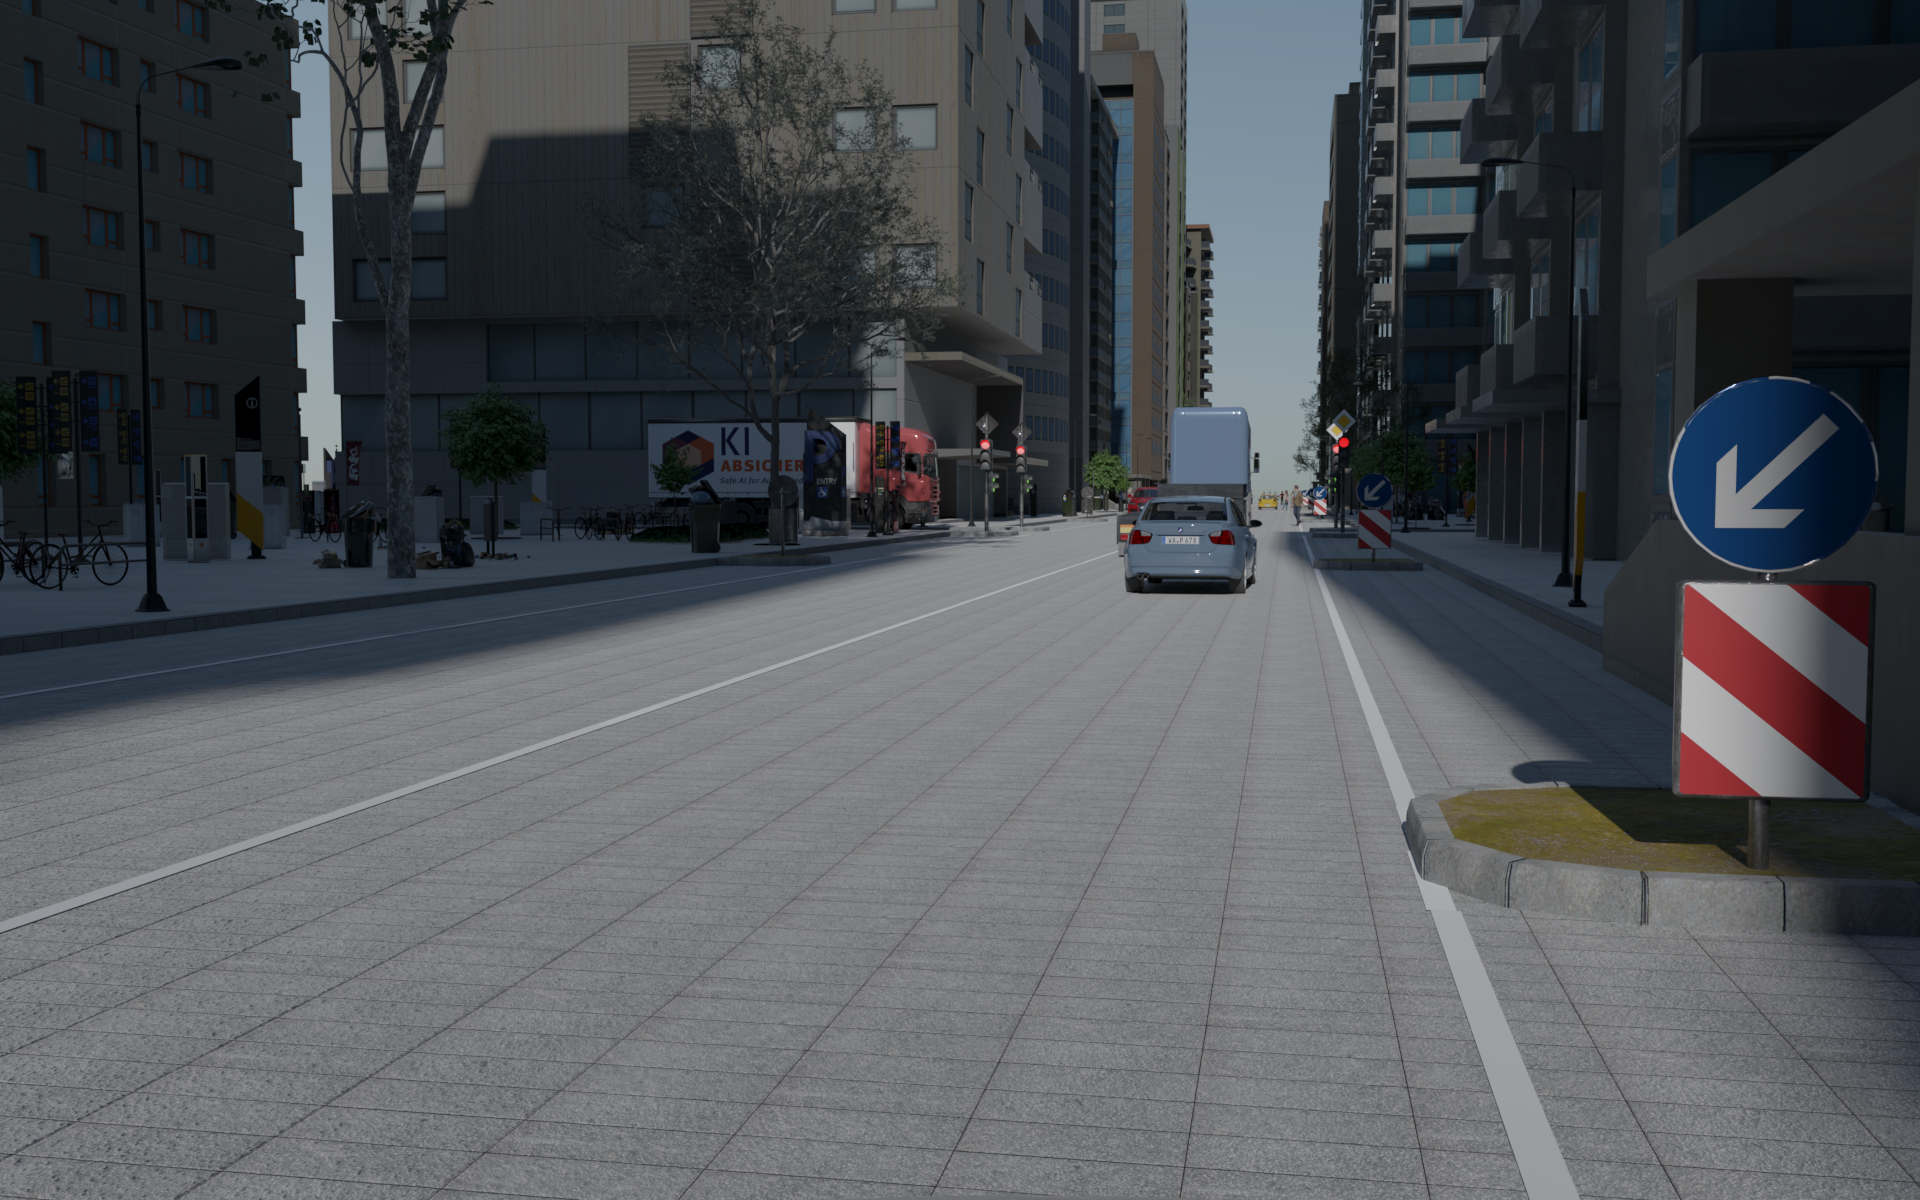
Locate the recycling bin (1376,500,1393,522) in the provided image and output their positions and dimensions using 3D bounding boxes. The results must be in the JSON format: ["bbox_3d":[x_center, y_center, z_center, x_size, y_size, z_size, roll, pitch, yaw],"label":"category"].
[{"bbox_3d":[19.591,-4.125,79.995,0.722,1.027,0.722,0,4,6],"label":"recycling bin"}]

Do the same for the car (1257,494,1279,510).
[{"bbox_3d":[28.425,-9.145,159.750,2.015,1.641,3.980,1,4,12],"label":"car"}]

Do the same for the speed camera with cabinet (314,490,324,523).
[{"bbox_3d":[-29.486,-5.071,77.250,2.038,3.252,0.660,0,4,-7],"label":"speed camera with cabinet"}]

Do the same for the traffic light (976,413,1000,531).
[{"bbox_3d":[0.935,-4.325,59.636,0.839,4.253,0.868,1,4,11],"label":"traffic light"}]

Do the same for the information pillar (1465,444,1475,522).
[{"bbox_3d":[23.727,-5.450,80.465,0.504,3.616,0.183,-3,4,-39],"label":"information pillar"}]

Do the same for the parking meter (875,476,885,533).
[{"bbox_3d":[-2.636,-3.128,56.848,0.255,1.863,0.399,-1,4,-16],"label":"parking meter"}]

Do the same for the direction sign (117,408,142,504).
[{"bbox_3d":[-22.115,-3.314,46.173,0.379,3.537,0.876,1,4,12],"label":"direction sign"}]

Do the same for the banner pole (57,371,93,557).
[{"bbox_3d":[-18.147,-2.773,35.353,0.863,3.779,0.401,2,4,24],"label":"banner pole"}]

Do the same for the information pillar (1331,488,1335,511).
[{"bbox_3d":[27.781,-7.584,128.490,0.304,2.012,0.304,-3,5,-44],"label":"information pillar"}]

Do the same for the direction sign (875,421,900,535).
[{"bbox_3d":[-2.245,-3.783,53.857,0.876,3.537,0.379,2,4,28],"label":"direction sign"}]

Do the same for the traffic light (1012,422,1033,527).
[{"bbox_3d":[2.420,-4.805,67.482,0.839,4.253,0.868,1,4,11],"label":"traffic light"}]

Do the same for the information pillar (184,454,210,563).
[{"bbox_3d":[-14.228,-1.701,32.300,0.304,2.012,0.304,3,5,42],"label":"information pillar"}]

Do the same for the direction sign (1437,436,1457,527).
[{"bbox_3d":[19.087,-4.642,67.893,0.379,3.537,0.876,-3,4,-39],"label":"direction sign"}]

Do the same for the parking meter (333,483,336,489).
[{"bbox_3d":[-29.895,-4.737,83.163,0.399,1.863,0.255,2,4,34],"label":"parking meter"}]

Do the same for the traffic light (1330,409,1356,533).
[{"bbox_3d":[12.692,-4.191,57.435,0.839,4.253,0.868,1,4,11],"label":"traffic light"}]

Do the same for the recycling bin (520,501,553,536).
[{"bbox_3d":[-13.201,-2.531,53.938,0.722,1.027,0.722,2,4,34],"label":"recycling bin"}]

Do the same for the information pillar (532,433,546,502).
[{"bbox_3d":[-14.333,-4.139,59.024,0.504,3.616,0.183,-2,4,-24],"label":"information pillar"}]

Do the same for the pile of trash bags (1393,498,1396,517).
[{"bbox_3d":[24.398,-5.389,97.869,1.912,1.369,3.447,0,4,-5],"label":"pile of trash bags"}]

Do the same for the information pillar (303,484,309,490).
[{"bbox_3d":[-48.187,-7.535,127.691,0.304,2.012,0.304,1,4,22],"label":"information pillar"}]

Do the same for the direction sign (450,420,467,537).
[{"bbox_3d":[-15.091,-3.686,52.262,0.379,3.537,0.876,1,4,20],"label":"direction sign"}]

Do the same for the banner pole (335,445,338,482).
[{"bbox_3d":[-31.531,-5.969,87.609,0.401,3.779,0.863,-1,4,-12],"label":"banner pole"}]

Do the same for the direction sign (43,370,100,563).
[{"bbox_3d":[-16.220,-2.436,31.833,0.876,3.537,0.379,0,4,5],"label":"direction sign"}]

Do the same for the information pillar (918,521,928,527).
[{"bbox_3d":[-1.385,-4.652,67.419,0.504,3.616,0.183,2,4,35],"label":"information pillar"}]

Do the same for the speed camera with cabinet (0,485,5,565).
[{"bbox_3d":[-16.790,-2.139,29.309,0.660,3.252,2.038,-1,4,-16],"label":"speed camera with cabinet"}]

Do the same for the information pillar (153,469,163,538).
[{"bbox_3d":[-23.691,-2.839,50.914,0.304,2.012,0.304,1,4,8],"label":"information pillar"}]

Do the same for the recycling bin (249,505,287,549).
[{"bbox_3d":[-16.255,-1.719,40.653,0.722,1.027,0.722,-1,4,-11],"label":"recycling bin"}]

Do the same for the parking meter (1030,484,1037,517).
[{"bbox_3d":[4.153,-5.640,97.926,0.399,1.863,0.255,1,4,12],"label":"parking meter"}]

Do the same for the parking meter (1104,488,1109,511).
[{"bbox_3d":[11.251,-7.803,133.291,0.255,1.863,0.399,-2,4,-24],"label":"parking meter"}]

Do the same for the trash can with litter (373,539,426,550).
[{"bbox_3d":[-13.352,-1.793,40.377,1.678,1.210,2.233,-1,4,-15],"label":"trash can with litter"}]

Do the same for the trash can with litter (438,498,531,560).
[{"bbox_3d":[-9.311,-1.417,34.232,1.678,1.210,2.233,-2,4,-27],"label":"trash can with litter"}]

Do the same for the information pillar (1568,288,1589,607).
[{"bbox_3d":[7.025,-1.727,19.588,0.183,3.616,0.504,1,4,16],"label":"information pillar"}]

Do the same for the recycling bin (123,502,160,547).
[{"bbox_3d":[-20.006,-1.821,42.334,0.722,1.027,0.722,-2,4,-34],"label":"recycling bin"}]

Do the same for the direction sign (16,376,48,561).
[{"bbox_3d":[-17.715,-2.538,33.494,0.876,3.537,0.379,-1,4,-16],"label":"direction sign"}]

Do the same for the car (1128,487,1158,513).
[{"bbox_3d":[9.967,-5.008,90.553,2.281,1.827,5.304,1,4,12],"label":"car"}]

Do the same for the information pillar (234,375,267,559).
[{"bbox_3d":[-13.971,-2.613,34.077,0.504,3.616,0.183,-1,4,-14],"label":"information pillar"}]

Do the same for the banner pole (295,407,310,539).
[{"bbox_3d":[-19.151,-3.685,50.273,0.401,3.779,0.863,-2,4,-24],"label":"banner pole"}]

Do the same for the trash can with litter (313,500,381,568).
[{"bbox_3d":[-10.674,-1.148,30.151,1.055,1.170,0.624,-3,5,-44],"label":"trash can with litter"}]

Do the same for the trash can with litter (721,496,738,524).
[{"bbox_3d":[-6.667,-2.567,53.032,2.233,1.210,1.678,-1,4,-10],"label":"trash can with litter"}]

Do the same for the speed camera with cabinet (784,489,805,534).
[{"bbox_3d":[-5.007,-3.747,55.595,2.038,3.252,0.660,-1,4,-19],"label":"speed camera with cabinet"}]

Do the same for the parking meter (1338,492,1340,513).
[{"bbox_3d":[25.638,-6.842,117.584,0.255,1.863,0.399,0,4,4],"label":"parking meter"}]

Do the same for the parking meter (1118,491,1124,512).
[{"bbox_3d":[11.526,-7.065,123.921,0.372,1.533,0.369,0,3,0],"label":"parking meter"}]

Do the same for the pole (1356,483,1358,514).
[{"bbox_3d":[25.354,-7.124,110.325,0.158,3.312,0.155,0,3,0],"label":"pole"}]

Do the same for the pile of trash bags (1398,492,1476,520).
[{"bbox_3d":[23.528,-4.602,84.992,3.447,1.369,1.912,2,4,24],"label":"pile of trash bags"}]

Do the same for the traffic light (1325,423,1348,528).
[{"bbox_3d":[14.177,-4.670,65.282,0.839,4.253,0.868,1,4,11],"label":"traffic light"}]

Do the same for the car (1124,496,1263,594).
[{"bbox_3d":[3.547,-0.874,26.298,2.014,1.417,4.499,1,4,13],"label":"car"}]

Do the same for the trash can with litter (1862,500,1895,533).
[{"bbox_3d":[10.987,-0.585,20.615,1.678,1.210,2.233,0,4,1],"label":"trash can with litter"}]
